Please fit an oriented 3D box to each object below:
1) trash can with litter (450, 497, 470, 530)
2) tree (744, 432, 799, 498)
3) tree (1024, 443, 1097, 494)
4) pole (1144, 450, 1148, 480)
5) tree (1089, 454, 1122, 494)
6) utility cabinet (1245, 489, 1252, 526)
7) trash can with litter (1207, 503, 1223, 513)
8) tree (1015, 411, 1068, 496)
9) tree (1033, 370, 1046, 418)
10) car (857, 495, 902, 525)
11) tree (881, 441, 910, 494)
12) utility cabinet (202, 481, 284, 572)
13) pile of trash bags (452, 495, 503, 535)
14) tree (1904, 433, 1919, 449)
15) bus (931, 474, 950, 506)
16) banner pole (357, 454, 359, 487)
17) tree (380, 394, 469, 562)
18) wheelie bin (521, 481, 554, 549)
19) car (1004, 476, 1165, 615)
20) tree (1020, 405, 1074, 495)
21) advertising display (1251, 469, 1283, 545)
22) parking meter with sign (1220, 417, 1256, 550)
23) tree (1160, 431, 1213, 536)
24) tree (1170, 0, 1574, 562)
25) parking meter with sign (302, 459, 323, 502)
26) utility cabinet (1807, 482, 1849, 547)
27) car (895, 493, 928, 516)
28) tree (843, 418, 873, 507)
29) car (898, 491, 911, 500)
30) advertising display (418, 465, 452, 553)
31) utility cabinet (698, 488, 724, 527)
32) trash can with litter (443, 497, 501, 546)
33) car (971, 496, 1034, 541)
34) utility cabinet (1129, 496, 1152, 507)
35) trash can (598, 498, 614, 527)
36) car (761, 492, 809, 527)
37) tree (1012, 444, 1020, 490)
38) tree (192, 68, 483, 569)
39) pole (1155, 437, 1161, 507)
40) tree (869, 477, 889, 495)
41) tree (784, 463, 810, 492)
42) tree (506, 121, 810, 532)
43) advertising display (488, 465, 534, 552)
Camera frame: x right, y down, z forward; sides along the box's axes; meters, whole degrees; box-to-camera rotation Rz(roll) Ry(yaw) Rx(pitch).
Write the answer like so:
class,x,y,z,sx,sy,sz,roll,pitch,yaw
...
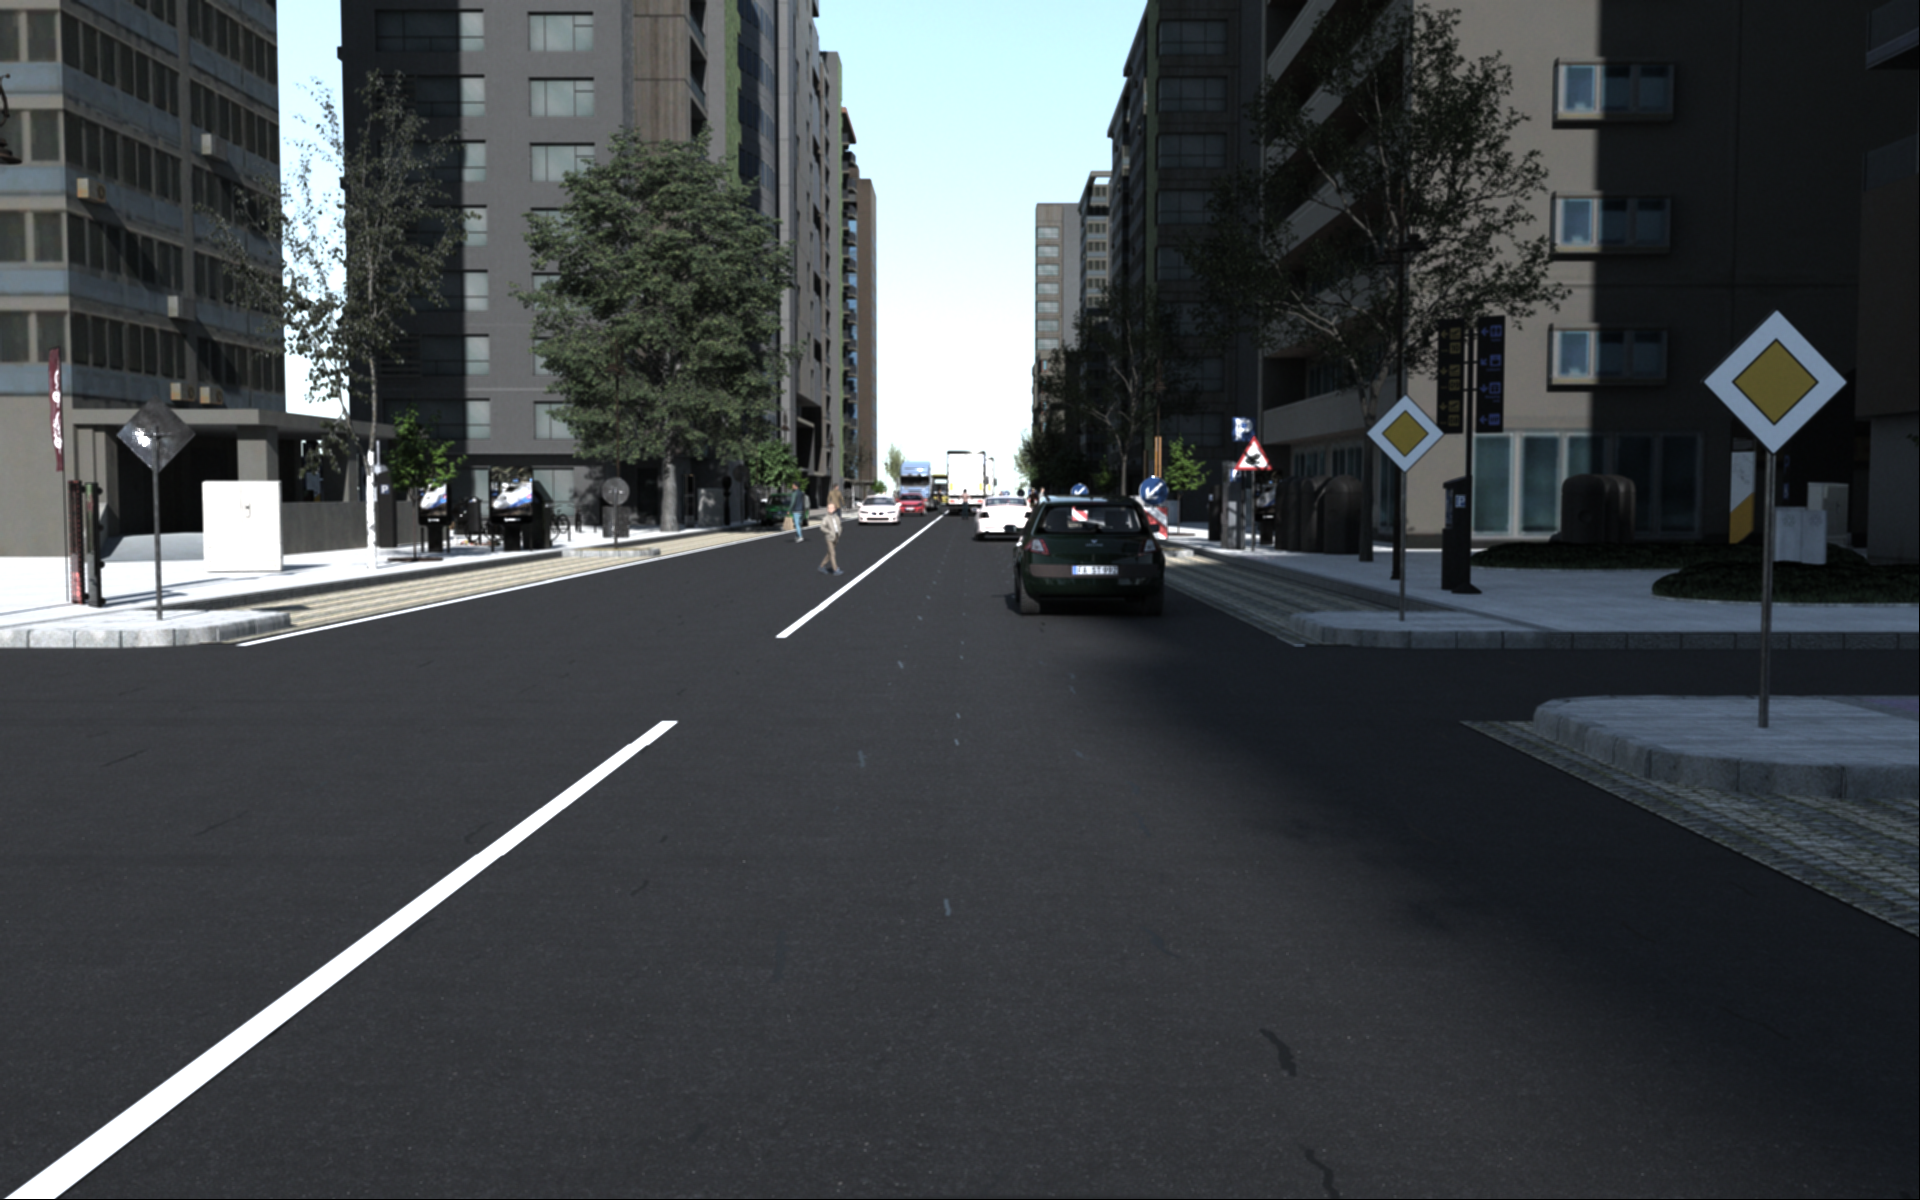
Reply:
class,x,y,z,sx,sy,sz,roll,pitch,yaw
trash can with litter,-18.046,-3.097,62.025,1.055,1.170,0.624,1,4,19
tree,-9.847,-6.471,89.513,4.285,4.588,4.351,0,3,0
tree,7.150,-7.813,111.456,4.285,4.588,4.351,0,3,0
pole,8.622,-5.293,80.380,0.158,3.312,0.155,0,3,0
tree,7.026,-5.494,84.422,1.663,3.219,1.824,0,3,0
utility cabinet,11.284,-3.689,68.986,0.318,1.500,1.173,3,4,37
trash can with litter,9.571,-3.173,63.271,1.055,1.170,0.624,0,4,-1
tree,7.153,-12.128,148.647,4.360,8.622,3.978,0,3,0
tree,6.689,-8.456,72.663,8.767,10.594,7.601,2,4,29
car,-3.760,-4.215,81.275,2.083,1.381,4.827,0,4,0
tree,-8.892,-18.321,249.905,4.737,8.622,4.395,0,3,0
utility cabinet,-11.749,-1.205,28.385,1.173,1.500,0.318,-1,4,-14
pile of trash bags,-15.678,-2.759,54.868,3.447,1.369,1.912,0,4,8
tree,14.841,-1.865,25.087,1.663,3.219,1.824,0,3,0
bus,-2.363,-13.449,211.435,2.896,3.916,12.252,0,4,2
banner pole,-26.371,-5.253,75.905,0.401,3.779,0.863,-3,5,-42
tree,-10.522,-2.355,33.111,1.663,3.219,1.824,0,3,0
wheelie bin,-9.893,-1.982,40.309,0.693,1.594,0.980,0,4,4
car,1.566,-0.738,21.854,2.009,1.686,4.222,0,4,1
tree,7.282,-11.571,139.544,4.737,8.622,4.395,0,3,0
advertising display,7.726,-2.348,43.600,0.974,1.923,0.123,-2,4,-34
parking meter with sign,6.383,-2.686,40.182,0.543,3.016,1.738,0,4,-3
tree,6.715,-3.596,53.399,1.663,3.219,1.824,0,3,0
tree,7.479,-5.994,32.416,8.767,10.594,7.601,3,5,42
parking meter with sign,-31.407,-5.440,85.197,1.738,3.016,0.543,-1,4,-20
utility cabinet,16.455,-1.477,32.836,1.173,1.500,0.318,-3,5,-42
car,-3.193,-6.437,114.293,2.155,1.783,4.494,0,4,1
tree,-10.338,-13.286,167.593,4.360,8.622,3.978,0,3,0
car,-3.756,-7.439,131.412,2.009,1.686,4.222,0,4,-2
advertising display,-11.546,-2.010,38.074,0.974,1.923,0.123,2,4,33
utility cabinet,-9.732,-3.610,67.695,0.318,1.500,1.173,2,4,34
trash can with litter,-11.959,-1.955,43.027,1.678,1.210,2.233,-3,5,-45
car,1.394,-2.544,53.957,2.083,1.381,4.827,0,3,0
utility cabinet,6.713,-3.230,63.975,1.020,1.237,0.306,3,5,43
trash can,-13.786,-3.430,67.741,0.748,1.137,0.748,0,3,0
car,-7.597,-4.058,75.137,1.959,1.807,4.718,0,3,0
tree,7.500,-14.144,181.623,4.737,8.622,4.395,0,3,0
tree,-10.355,-4.842,29.536,4.360,8.622,3.978,0,3,0
pole,7.030,-4.140,61.525,0.158,3.312,0.155,0,3,0
tree,-9.438,-12.154,193.317,1.663,3.219,1.824,0,3,0
tree,-9.893,-6.786,105.550,1.663,3.219,1.824,0,3,0
tree,-9.990,-9.289,58.525,9.857,13.997,8.962,0,3,0
advertising display,-10.023,-2.048,38.705,0.974,1.923,0.123,-2,4,-26
